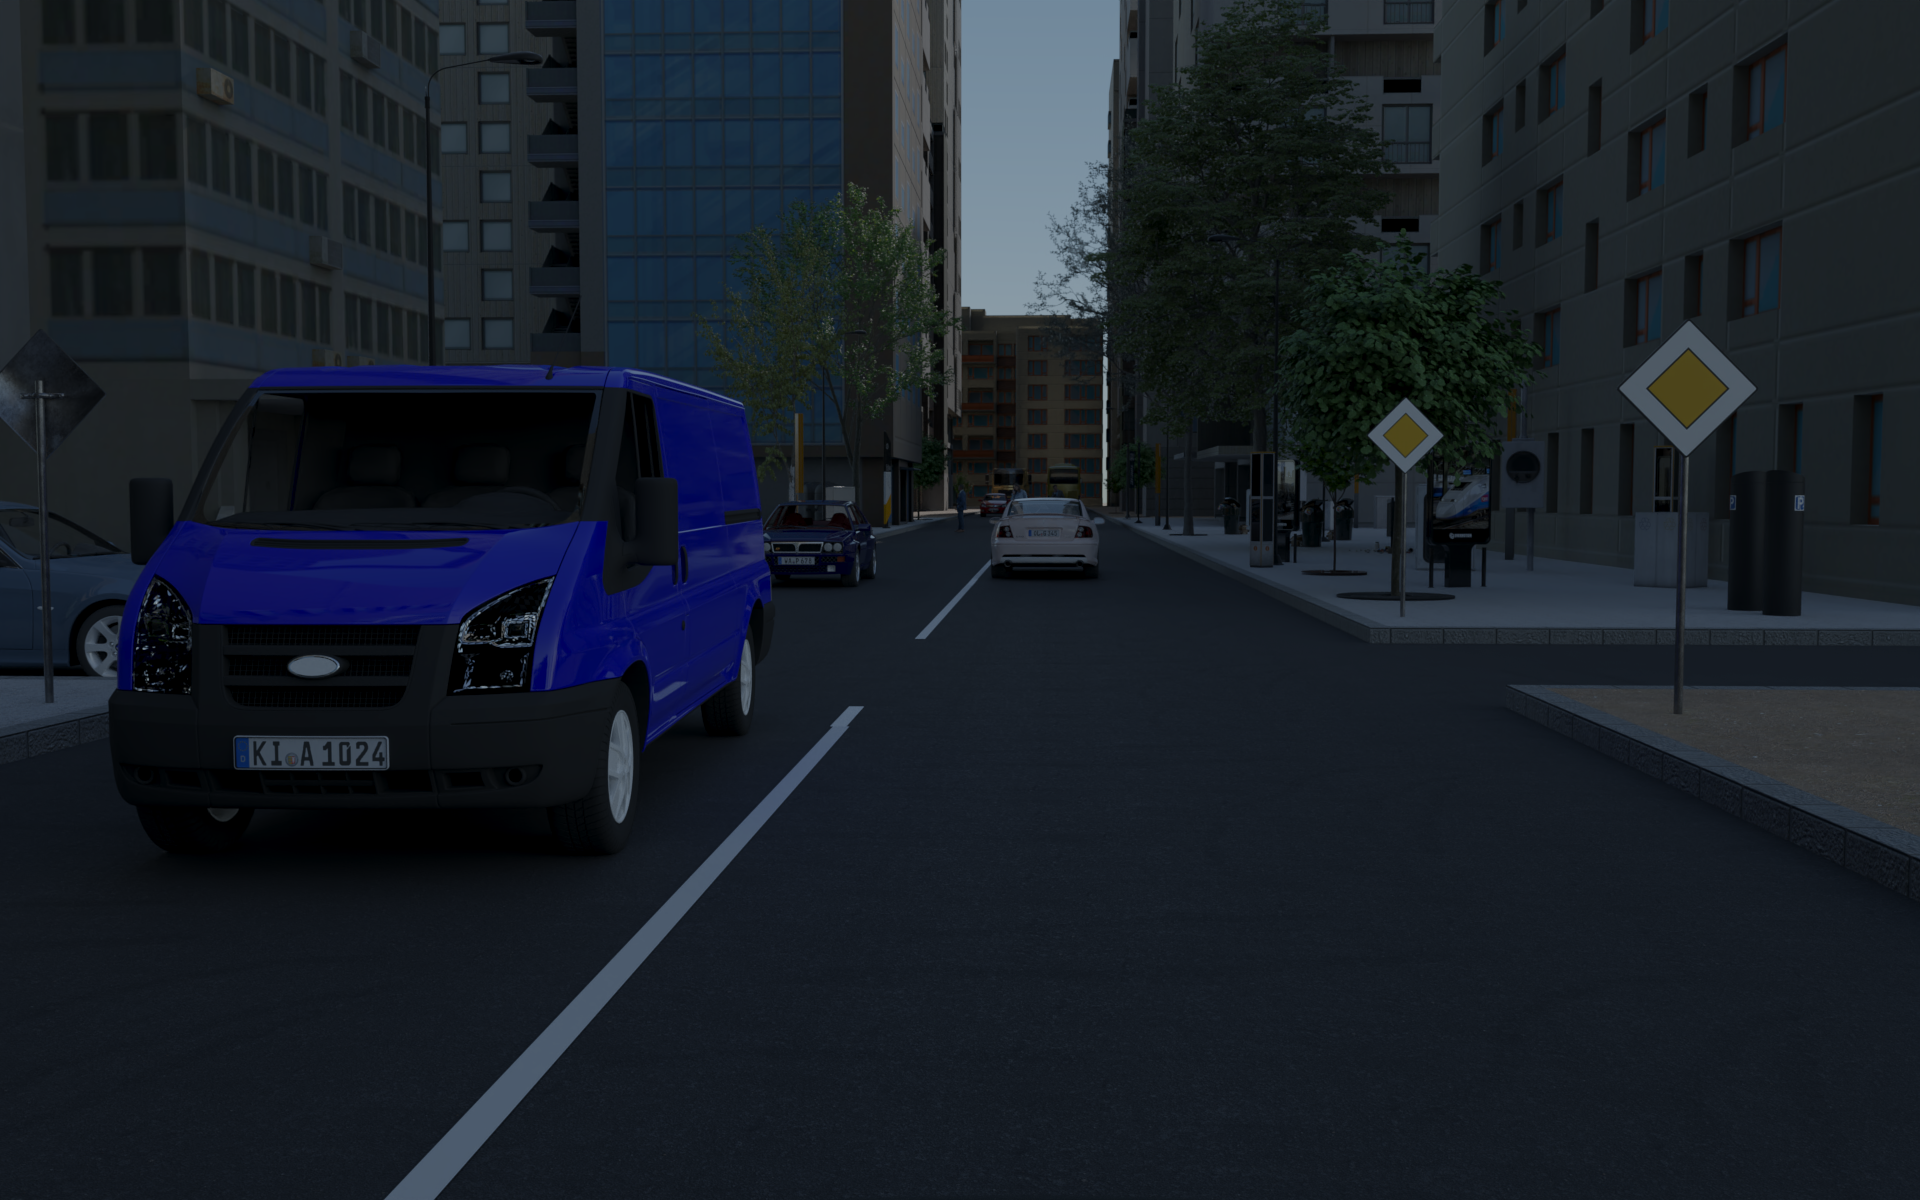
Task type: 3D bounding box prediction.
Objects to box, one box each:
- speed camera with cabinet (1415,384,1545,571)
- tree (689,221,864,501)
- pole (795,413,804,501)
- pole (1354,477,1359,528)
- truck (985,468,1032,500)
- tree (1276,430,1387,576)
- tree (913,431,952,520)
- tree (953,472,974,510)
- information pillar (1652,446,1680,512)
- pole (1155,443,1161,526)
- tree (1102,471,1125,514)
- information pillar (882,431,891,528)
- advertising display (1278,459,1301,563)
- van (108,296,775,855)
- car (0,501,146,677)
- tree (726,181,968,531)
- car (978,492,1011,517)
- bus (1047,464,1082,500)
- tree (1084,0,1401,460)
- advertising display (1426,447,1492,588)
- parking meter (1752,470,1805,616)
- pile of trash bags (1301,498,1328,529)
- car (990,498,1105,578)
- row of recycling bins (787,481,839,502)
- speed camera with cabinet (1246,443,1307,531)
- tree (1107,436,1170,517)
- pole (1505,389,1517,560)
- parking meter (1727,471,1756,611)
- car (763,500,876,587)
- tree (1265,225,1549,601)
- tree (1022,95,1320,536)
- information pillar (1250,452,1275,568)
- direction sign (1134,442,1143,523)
[{"bbox_3d":[8.693,-2.119,28.974,2.038,3.252,0.660,1,4,17],"label":"speed camera with cabinet"},{"bbox_3d":[-4.742,-5.864,46.233,4.737,8.622,4.395,0,3,0],"label":"tree"},{"bbox_3d":[-4.067,-3.060,43.872,0.158,3.312,0.155,0,3,0],"label":"pole"},{"bbox_3d":[14.900,-4.357,65.081,0.158,3.312,0.155,0,3,0],"label":"pole"},{"bbox_3d":[3.888,-8.380,132.937,3.469,3.379,9.791,0,4,4],"label":"truck"},{"bbox_3d":[6.092,-2.010,27.471,1.663,3.219,1.824,0,3,0],"label":"tree"},{"bbox_3d":[-2.793,-6.651,92.461,4.285,4.588,4.351,0,3,0],"label":"tree"},{"bbox_3d":[0.013,-8.796,138.408,1.663,3.219,1.824,0,3,0],"label":"tree"},{"bbox_3d":[10.767,-1.342,26.432,0.304,2.012,0.304,3,5,39],"label":"information pillar"},{"bbox_3d":[7.981,-4.645,69.793,0.158,3.312,0.155,0,3,0],"label":"pole"},{"bbox_3d":[10.204,-7.340,114.617,1.663,3.219,1.824,0,3,0],"label":"tree"},{"bbox_3d":[-2.715,-4.484,64.669,0.183,3.616,0.504,1,4,22],"label":"information pillar"},{"bbox_3d":[6.077,-1.675,32.599,0.123,1.923,0.974,-1,4,-22],"label":"advertising display"},{"bbox_3d":[-2.223,-0.262,8.674,2.240,2.365,5.245,0,4,1],"label":"van"},{"bbox_3d":[-7.649,-0.095,13.548,4.499,1.417,2.014,0,4,1],"label":"car"},{"bbox_3d":[-3.726,-8.160,59.175,9.928,11.665,9.643,0,3,0],"label":"tree"},{"bbox_3d":[2.244,-6.157,109.713,2.155,1.783,4.494,0,4,4],"label":"car"},{"bbox_3d":[8.389,-9.046,139.440,2.896,3.916,12.252,0,4,4],"label":"bus"},{"bbox_3d":[6.598,-7.449,39.914,7.486,12.596,7.792,0,3,0],"label":"tree"},{"bbox_3d":[6.856,-1.137,23.802,0.974,1.923,0.123,-1,4,-19],"label":"advertising display"},{"bbox_3d":[8.706,-0.605,18.306,0.372,1.533,0.369,0,3,0],"label":"parking meter"},{"bbox_3d":[12.375,-3.311,63.887,3.447,1.369,1.912,0,4,5],"label":"pile of trash bags"},{"bbox_3d":[1.542,-1.132,30.873,2.083,1.381,4.827,0,4,4],"label":"car"},{"bbox_3d":[-4.838,-3.054,57.041,1.069,1.692,3.534,-2,4,-24],"label":"row of recycling bins"},{"bbox_3d":[10.953,-4.016,59.995,2.038,3.252,0.660,3,4,37],"label":"speed camera with cabinet"},{"bbox_3d":[9.785,-6.868,95.999,4.285,4.588,4.351,0,3,0],"label":"tree"},{"bbox_3d":[10.714,-2.436,33.672,0.158,3.312,0.155,0,3,0],"label":"pole"},{"bbox_3d":[8.688,-0.654,19.107,0.372,1.533,0.369,0,3,0],"label":"parking meter"},{"bbox_3d":[-2.359,-0.945,28.033,1.945,1.354,3.894,0,4,3],"label":"car"},{"bbox_3d":[5.399,-2.296,21.261,4.285,4.588,4.351,0,3,0],"label":"tree"},{"bbox_3d":[7.009,-8.737,53.212,12.009,13.543,11.850,0,3,0],"label":"tree"},{"bbox_3d":[5.271,-1.573,30.218,0.304,2.012,0.304,-2,4,-32],"label":"information pillar"},{"bbox_3d":[7.856,-5.144,76.109,0.379,3.537,0.876,0,4,1],"label":"direction sign"}]
